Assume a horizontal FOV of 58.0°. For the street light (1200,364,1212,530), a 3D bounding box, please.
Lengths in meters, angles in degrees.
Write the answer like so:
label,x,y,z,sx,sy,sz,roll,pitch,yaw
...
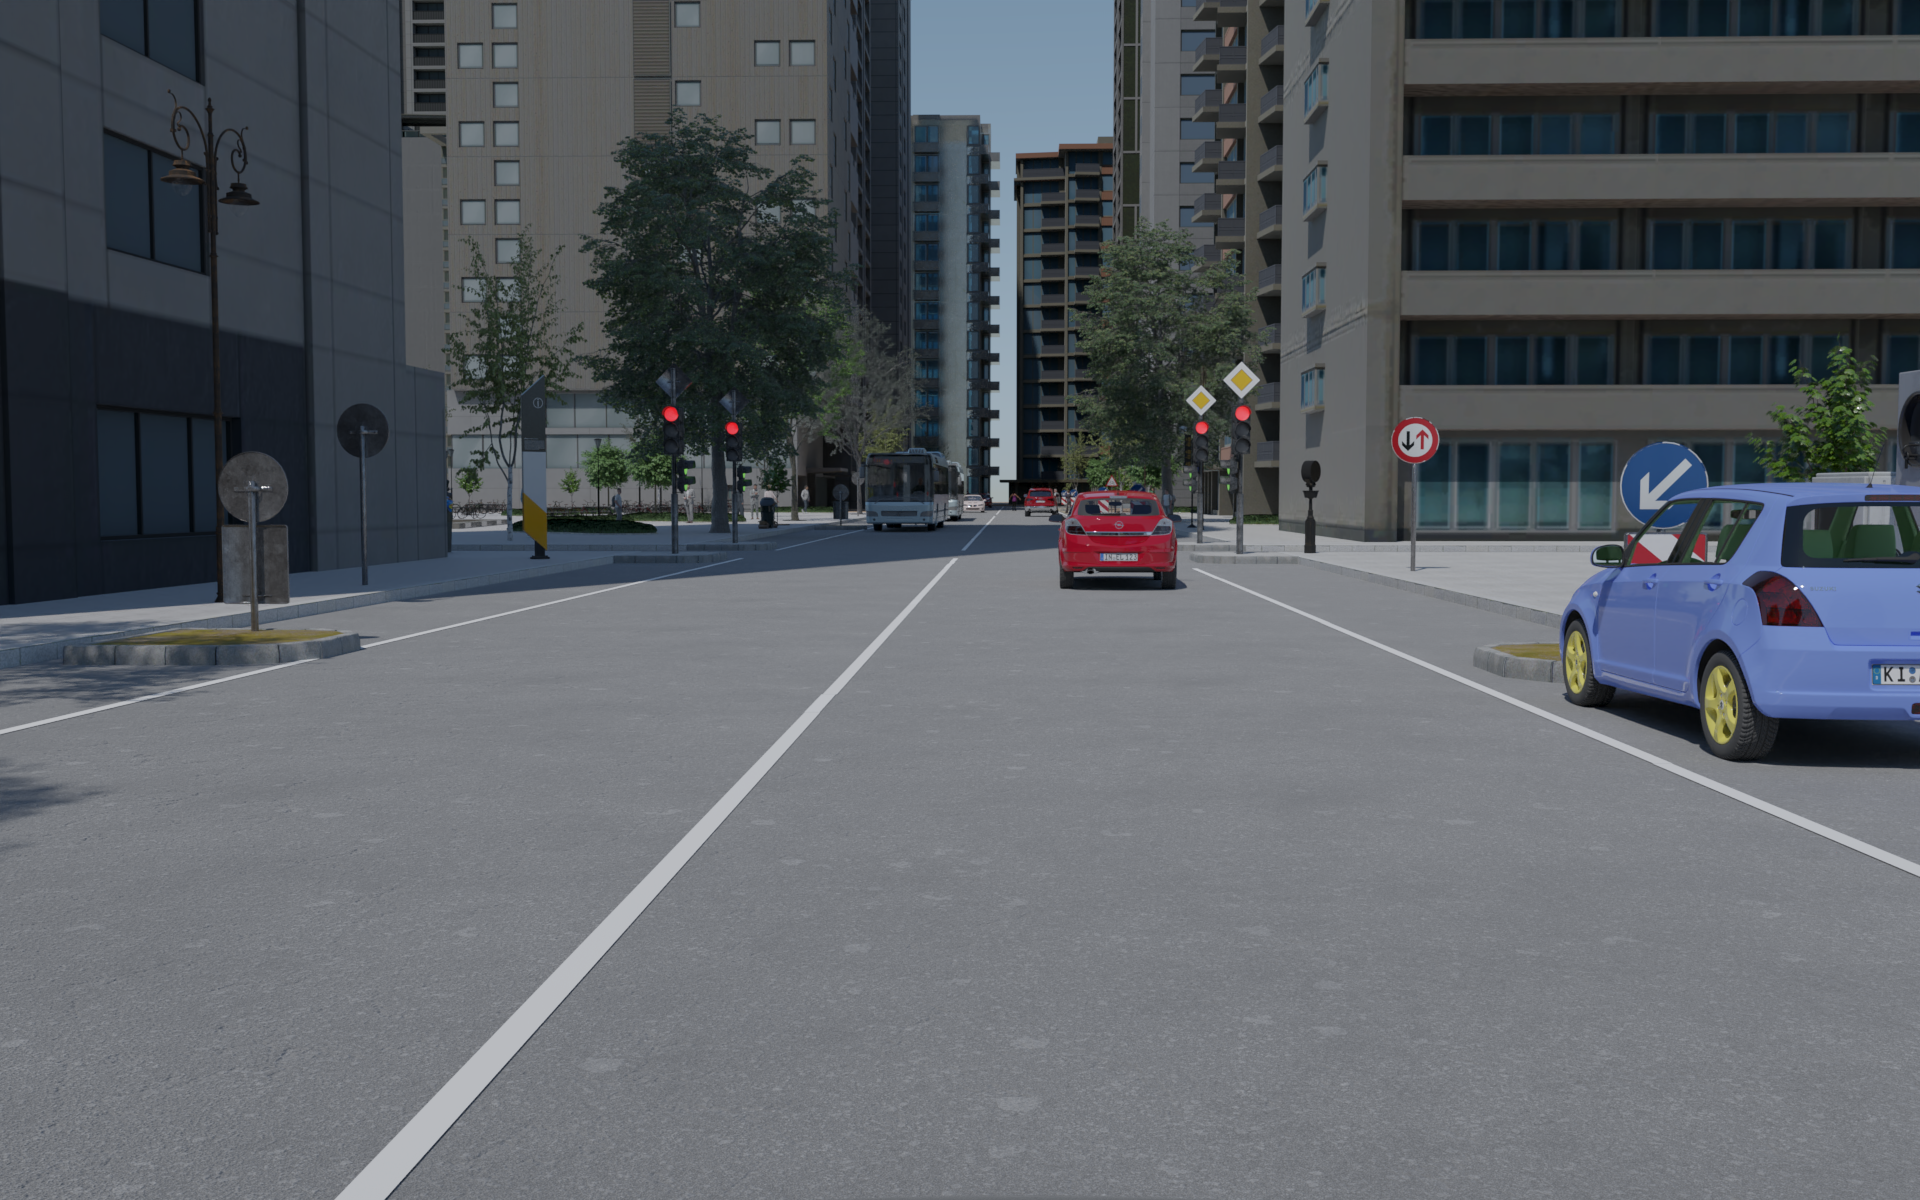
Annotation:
label,x,y,z,sx,sy,sz,roll,pitch,yaw
street light,8.677,-5.450,61.902,0.468,5.910,1.993,0,4,2

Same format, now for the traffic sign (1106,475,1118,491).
label,x,y,z,sx,sy,sz,roll,pitch,yaw
traffic sign,10.323,-7.202,117.759,0.884,2.594,0.081,1,4,11

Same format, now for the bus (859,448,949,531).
label,x,y,z,sx,sy,sz,roll,pitch,yaw
bus,-2.036,-4.612,70.258,2.948,3.499,13.247,0,4,2

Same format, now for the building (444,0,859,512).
label,x,y,z,sx,sy,sz,roll,pitch,yaw
building,-22.200,-33.307,133.805,28.713,52.752,27.495,0,4,2

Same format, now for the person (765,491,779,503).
label,x,y,z,sx,sy,sz,roll,pitch,yaw
person,-9.742,-5.082,89.802,0.731,1.740,0.598,-1,4,-23

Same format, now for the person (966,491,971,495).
label,x,y,z,sx,sy,sz,roll,pitch,yaw
person,0.851,-10.009,172.592,0.683,1.767,0.568,1,4,18

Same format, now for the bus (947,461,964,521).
label,x,y,z,sx,sy,sz,roll,pitch,yaw
bus,-1.232,-6.097,94.543,2.948,3.499,13.247,0,4,2

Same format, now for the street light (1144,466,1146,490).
label,x,y,z,sx,sy,sz,roll,pitch,yaw
street light,9.691,-7.214,90.736,0.468,5.910,1.993,0,4,2

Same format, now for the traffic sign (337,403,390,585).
label,x,y,z,sx,sy,sz,roll,pitch,yaw
traffic sign,-8.391,-1.483,24.347,0.768,2.556,0.104,0,4,5

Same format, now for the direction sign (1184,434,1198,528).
label,x,y,z,sx,sy,sz,roll,pitch,yaw
direction sign,8.841,-4.520,65.902,0.876,3.537,0.379,-3,5,-40

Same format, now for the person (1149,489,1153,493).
label,x,y,z,sx,sy,sz,roll,pitch,yaw
person,11.132,-5.780,100.795,0.529,1.795,0.600,1,4,10

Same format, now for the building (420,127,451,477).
label,x,y,z,sx,sy,sz,roll,pitch,yaw
building,-38.515,-29.771,178.634,23.993,40.220,32.217,0,4,2

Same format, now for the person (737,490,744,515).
label,x,y,z,sx,sy,sz,roll,pitch,yaw
person,-10.962,-4.873,86.130,0.576,1.772,0.534,1,4,23

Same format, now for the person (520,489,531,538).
label,x,y,z,sx,sy,sz,roll,pitch,yaw
person,-12.623,-2.747,50.975,0.660,1.820,0.620,-3,5,-41

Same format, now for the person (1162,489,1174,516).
label,x,y,z,sx,sy,sz,roll,pitch,yaw
person,8.819,-3.957,73.341,0.503,1.515,0.523,1,4,10

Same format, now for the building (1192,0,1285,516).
label,x,y,z,sx,sy,sz,roll,pitch,yaw
building,24.925,-27.164,98.757,22.147,44.769,28.867,0,4,2

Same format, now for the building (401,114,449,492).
label,x,y,z,sx,sy,sz,roll,pitch,yaw
building,-58.108,-30.920,189.131,14.086,41.232,14.154,0,4,2

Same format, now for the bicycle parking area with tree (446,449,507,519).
label,x,y,z,sx,sy,sz,roll,pitch,yaw
bicycle parking area with tree,-29.608,-6.221,88.719,8.231,4.147,9.016,3,5,40

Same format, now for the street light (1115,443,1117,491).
label,x,y,z,sx,sy,sz,roll,pitch,yaw
street light,10.726,-8.971,119.464,0.468,5.910,1.993,0,4,2

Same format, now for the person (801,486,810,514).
label,x,y,z,sx,sy,sz,roll,pitch,yaw
person,-10.144,-6.567,113.263,0.795,1.843,0.661,3,5,40

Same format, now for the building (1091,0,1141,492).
label,x,y,z,sx,sy,sz,roll,pitch,yaw
building,24.603,-45.453,181.406,20.563,71.187,20.611,0,4,2

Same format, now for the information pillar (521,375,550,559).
label,x,y,z,sx,sy,sz,roll,pitch,yaw
information pillar,-8.356,-2.610,34.023,0.504,3.616,0.183,-3,4,-37

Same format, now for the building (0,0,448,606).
label,x,y,z,sx,sy,sz,roll,pitch,yaw
building,-21.029,-35.774,23.158,20.611,71.187,20.563,0,4,2

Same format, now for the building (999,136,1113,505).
label,x,y,z,sx,sy,sz,roll,pitch,yaw
building,19.458,-34.268,214.910,28.867,44.769,22.147,0,4,2

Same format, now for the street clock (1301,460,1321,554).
label,x,y,z,sx,sy,sz,roll,pitch,yaw
street clock,7.575,-2.009,37.421,0.358,2.002,0.471,3,5,41

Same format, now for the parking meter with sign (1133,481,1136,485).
label,x,y,z,sx,sy,sz,roll,pitch,yaw
parking meter with sign,10.041,-6.239,98.267,0.543,3.016,1.738,0,4,-2

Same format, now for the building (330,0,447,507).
label,x,y,z,sx,sy,sz,roll,pitch,yaw
building,-63.879,-47.623,216.892,20.611,71.187,20.563,0,4,2

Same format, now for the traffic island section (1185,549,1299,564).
label,x,y,z,sx,sy,sz,roll,pitch,yaw
traffic island section,5.980,-0.895,36.906,2.009,0.180,2.903,0,4,2

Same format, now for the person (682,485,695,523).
label,x,y,z,sx,sy,sz,roll,pitch,yaw
person,-11.947,-4.272,76.092,0.606,1.804,0.583,1,4,10

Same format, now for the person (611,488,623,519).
label,x,y,z,sx,sy,sz,roll,pitch,yaw
person,-12.641,-3.398,64.201,0.523,1.515,0.503,-2,4,-25

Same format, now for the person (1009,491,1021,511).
label,x,y,z,sx,sy,sz,roll,pitch,yaw
person,4.656,-8.432,147.050,1.217,1.739,0.721,3,4,39

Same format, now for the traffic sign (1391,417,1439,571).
label,x,y,z,sx,sy,sz,roll,pitch,yaw
traffic sign,7.529,-1.750,28.714,0.768,2.556,0.104,1,4,11

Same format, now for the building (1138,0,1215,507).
label,x,y,z,sx,sy,sz,roll,pitch,yaw
building,24.395,-36.165,133.290,21.231,58.520,28.212,0,4,2

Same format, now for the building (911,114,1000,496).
label,x,y,z,sx,sy,sz,roll,pitch,yaw
building,-10.190,-36.584,217.757,30.456,49.044,23.786,0,4,2

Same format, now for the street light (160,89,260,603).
label,x,y,z,sx,sy,sz,roll,pitch,yaw
street light,-8.747,-2.910,20.366,0.468,5.910,1.993,0,4,2

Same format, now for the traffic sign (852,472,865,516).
label,x,y,z,sx,sy,sz,roll,pitch,yaw
traffic sign,-5.851,-6.070,99.344,0.768,2.556,0.104,1,4,9

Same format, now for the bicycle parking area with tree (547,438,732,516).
label,x,y,z,sx,sy,sz,roll,pitch,yaw
bicycle parking area with tree,-18.254,-6.434,92.198,9.016,4.147,8.231,2,4,27

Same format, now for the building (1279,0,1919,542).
label,x,y,z,sx,sy,sz,roll,pitch,yaw
building,21.588,-26.372,54.888,21.600,48.544,21.300,0,4,2

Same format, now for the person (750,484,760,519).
label,x,y,z,sx,sy,sz,roll,pitch,yaw
person,-10.400,-4.988,87.781,0.511,1.800,0.466,-1,4,-22

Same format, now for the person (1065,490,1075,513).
label,x,y,z,sx,sy,sz,roll,pitch,yaw
person,8.166,-7.319,128.965,0.742,1.727,0.445,-3,4,-37

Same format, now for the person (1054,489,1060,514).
label,x,y,z,sx,sy,sz,roll,pitch,yaw
person,6.436,-6.613,117.022,0.661,1.777,0.834,3,5,42

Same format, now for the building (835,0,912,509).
label,x,y,z,sx,sy,sz,roll,pitch,yaw
building,-15.935,-45.536,182.769,20.611,71.187,20.563,0,4,2

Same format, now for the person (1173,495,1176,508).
label,x,y,z,sx,sy,sz,roll,pitch,yaw
person,10.166,-4.594,83.758,0.523,1.515,0.503,3,4,36
